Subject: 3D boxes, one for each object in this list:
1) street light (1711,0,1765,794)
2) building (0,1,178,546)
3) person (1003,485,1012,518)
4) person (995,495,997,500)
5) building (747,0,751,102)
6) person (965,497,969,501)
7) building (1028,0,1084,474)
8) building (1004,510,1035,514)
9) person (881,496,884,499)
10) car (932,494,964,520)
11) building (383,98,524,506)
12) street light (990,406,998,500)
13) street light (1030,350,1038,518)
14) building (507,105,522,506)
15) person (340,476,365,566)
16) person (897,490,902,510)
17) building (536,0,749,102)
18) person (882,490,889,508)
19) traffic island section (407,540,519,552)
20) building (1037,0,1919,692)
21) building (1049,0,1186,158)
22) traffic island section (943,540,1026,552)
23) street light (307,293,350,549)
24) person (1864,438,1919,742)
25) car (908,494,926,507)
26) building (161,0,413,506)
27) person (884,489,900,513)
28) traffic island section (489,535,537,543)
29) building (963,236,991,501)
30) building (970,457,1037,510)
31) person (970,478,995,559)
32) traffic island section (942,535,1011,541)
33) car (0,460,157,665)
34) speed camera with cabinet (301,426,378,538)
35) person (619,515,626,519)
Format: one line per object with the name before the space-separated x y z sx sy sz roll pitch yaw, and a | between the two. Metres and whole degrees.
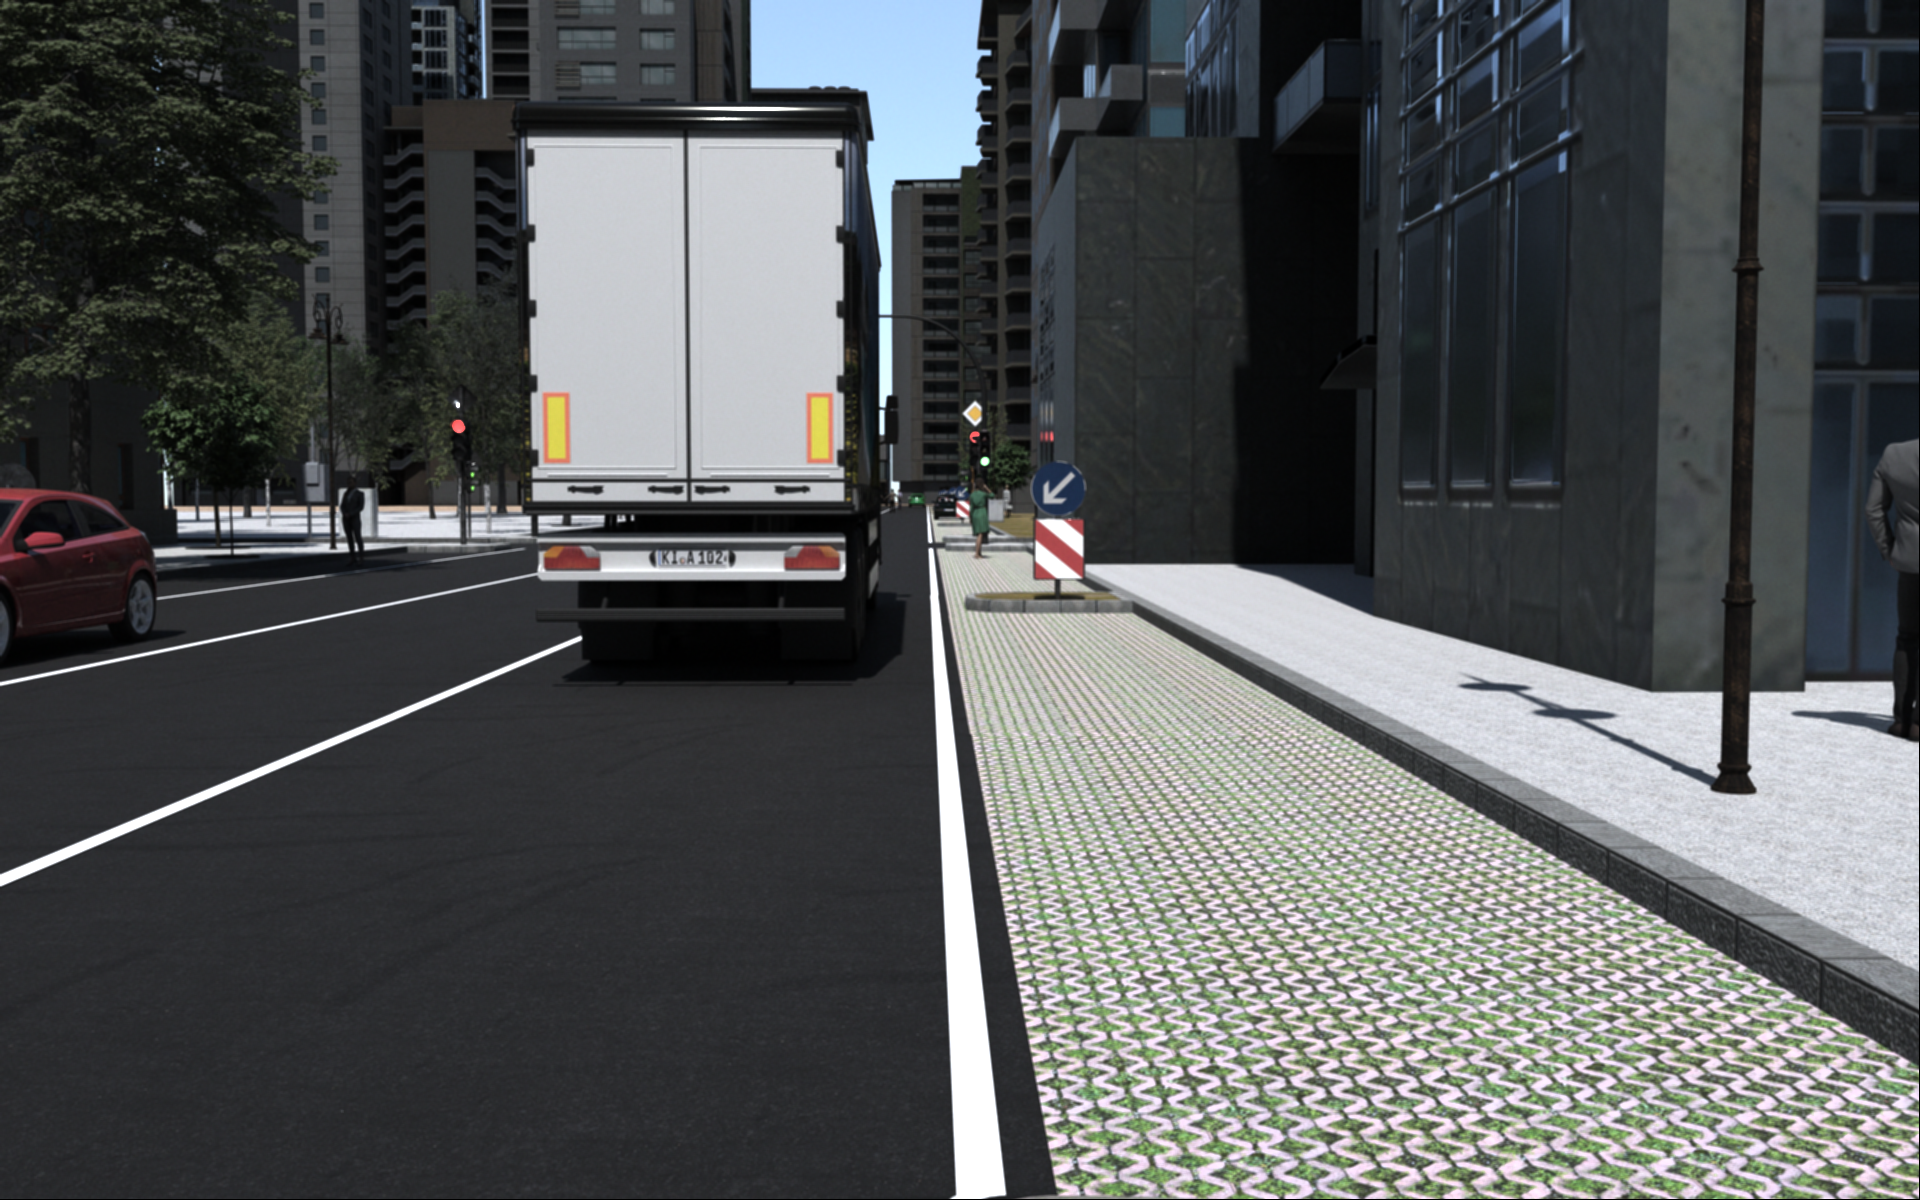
street light | 3.342 -2.111 7.302 0.468 5.910 1.993 0 4 -1
building | -34.172 -11.284 29.535 28.899 21.520 27.650 0 4 -1
person | 2.452 -5.245 92.151 0.624 1.780 0.694 -2 4 -35
person | 2.429 -6.636 119.217 0.332 1.250 0.352 -2 4 -35
building | -28.276 -44.420 164.512 20.563 71.187 20.611 0 4 -1
person | 0.573 -9.166 155.997 0.705 1.812 1.348 -3 5 -43
building | 10.768 -26.493 83.278 14.600 45.320 14.200 0 4 -1
building | 13.566 -41.442 115.827 20.563 71.187 20.611 0 4 -1
person | -9.116 -11.385 195.357 1.217 1.736 0.721 3 4 36
car | -0.600 -5.352 97.296 2.009 1.686 4.222 0 4 0
building | -54.778 -33.225 193.343 14.200 45.320 14.600 0 4 -1
street light | 1.747 -7.140 89.530 0.468 5.910 1.993 0 4 -1
street light | 2.450 -4.977 54.167 0.468 5.910 1.993 0 4 -1
building | -33.174 -32.740 189.931 28.867 44.769 22.147 0 4 -1
person | -12.172 -1.582 34.634 0.520 1.790 0.573 0 4 -3
person | -5.566 -9.029 155.985 0.599 1.838 0.709 -2 4 -26
building | -23.995 -27.552 134.067 14.154 41.232 14.086 0 4 -1
person | -7.689 -10.546 180.554 0.705 1.869 1.348 -2 4 -33
traffic island section | -12.607 -1.324 43.931 2.009 0.180 2.903 0 4 -1
building | 13.335 -43.519 24.213 22.319 86.520 31.000 0 4 -1
building | 18.610 -27.245 65.070 30.456 49.044 23.786 0 4 -1
traffic island section | 0.632 -1.339 44.181 2.009 0.180 2.903 0 4 -1
street light | -14.560 -4.114 40.055 0.468 5.910 1.993 0 4 -1
person | 5.063 -0.171 9.016 0.473 1.802 0.592 -1 4 -17
car | -4.634 -10.915 187.249 1.959 1.807 4.718 0 4 -1
building | -72.589 -45.990 190.191 20.611 71.187 20.563 0 4 -1
person | -5.149 -7.533 131.673 1.348 1.823 0.705 -1 4 -18
traffic island section | -12.761 -1.812 51.914 2.009 0.180 2.903 0 4 -1
building | 7.323 -25.904 195.228 14.160 30.474 14.107 0 4 -1
building | 11.515 -45.144 176.354 20.563 71.187 20.611 0 4 -1
person | 0.426 -1.813 38.396 0.600 1.795 0.529 2 4 29
traffic island section | 0.478 -1.828 52.164 2.009 0.180 2.903 0 4 -1
car | -8.796 -0.386 15.358 2.155 1.783 4.494 0 4 -2
speed camera with cabinet | -18.232 -3.459 50.886 2.038 3.252 0.660 0 4 -3
person | -16.979 -4.725 87.573 0.640 1.303 0.475 1 4 17
